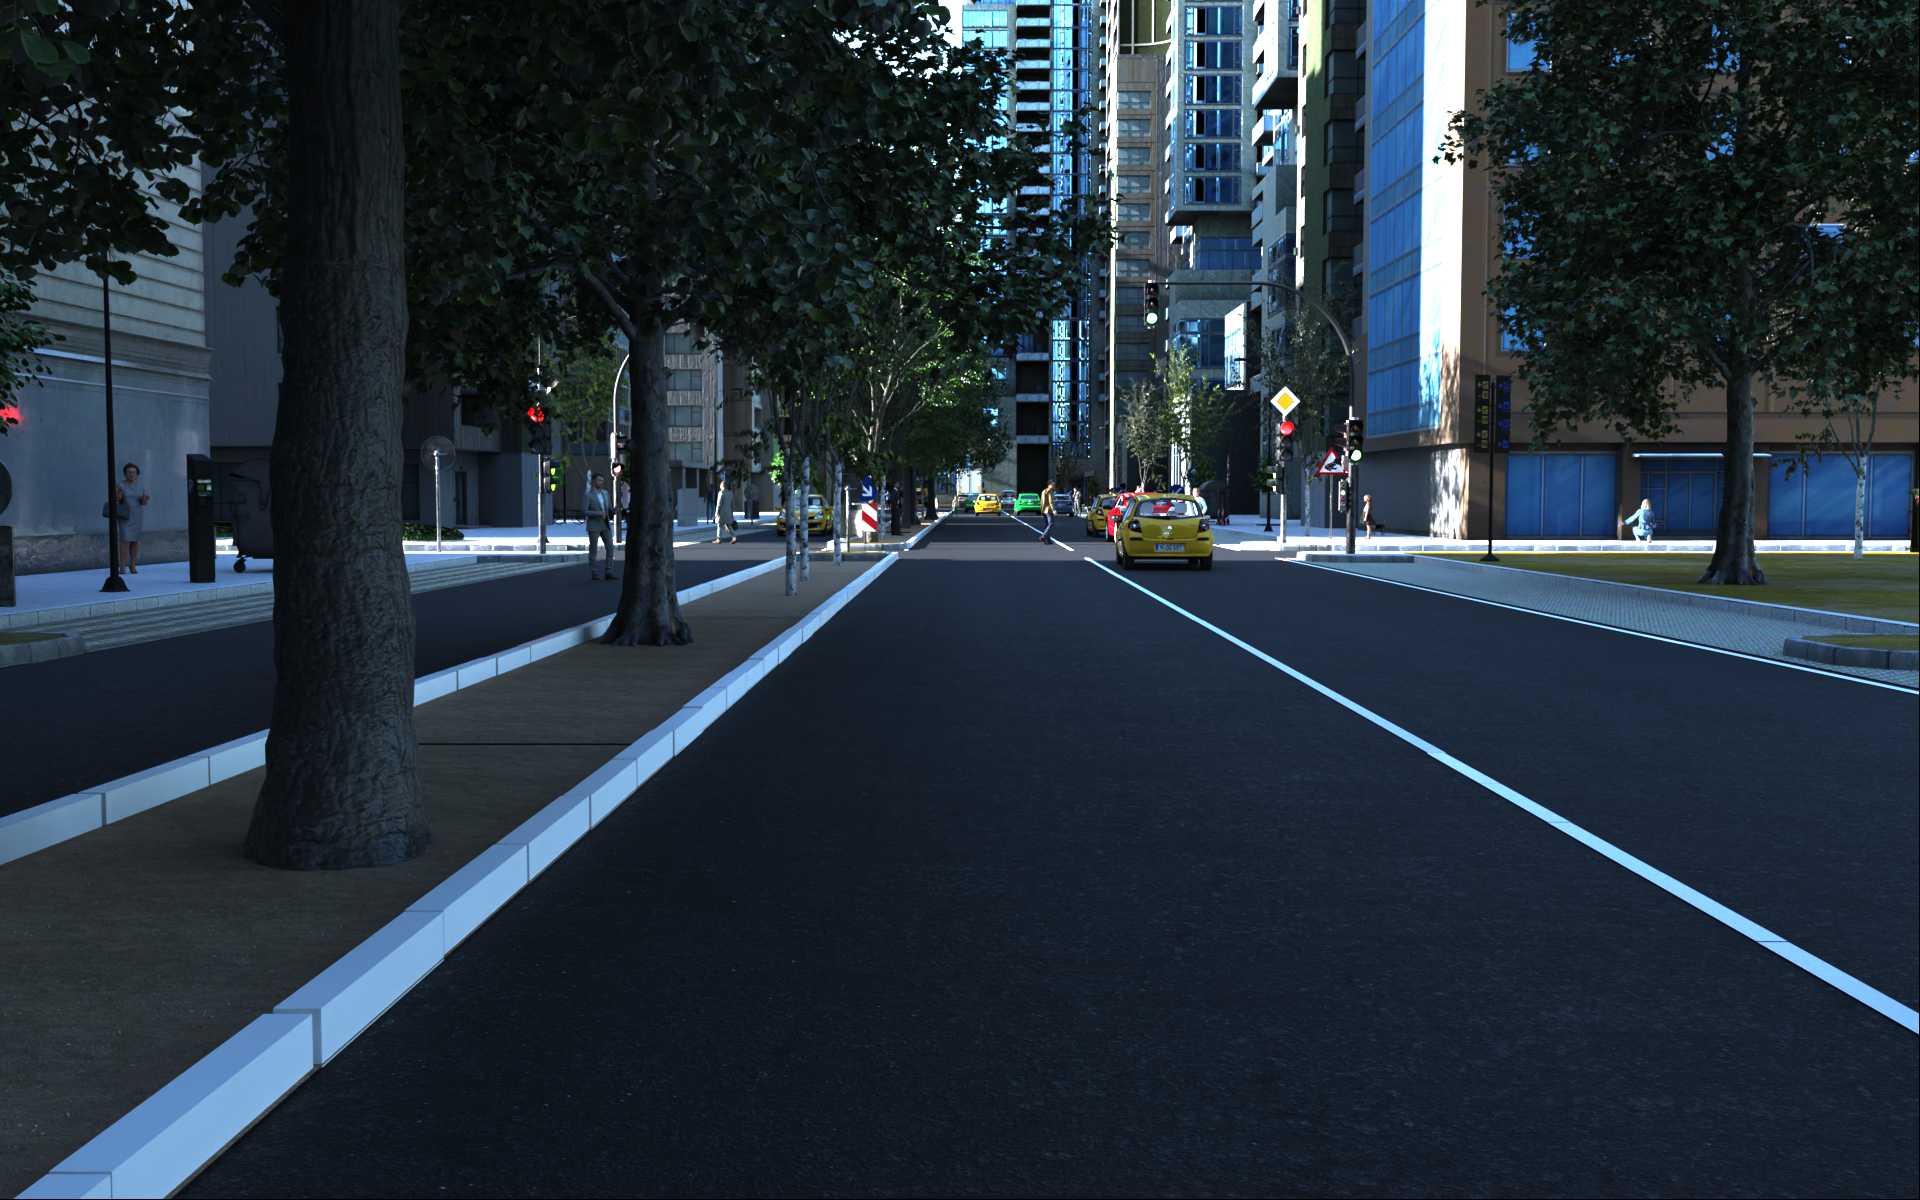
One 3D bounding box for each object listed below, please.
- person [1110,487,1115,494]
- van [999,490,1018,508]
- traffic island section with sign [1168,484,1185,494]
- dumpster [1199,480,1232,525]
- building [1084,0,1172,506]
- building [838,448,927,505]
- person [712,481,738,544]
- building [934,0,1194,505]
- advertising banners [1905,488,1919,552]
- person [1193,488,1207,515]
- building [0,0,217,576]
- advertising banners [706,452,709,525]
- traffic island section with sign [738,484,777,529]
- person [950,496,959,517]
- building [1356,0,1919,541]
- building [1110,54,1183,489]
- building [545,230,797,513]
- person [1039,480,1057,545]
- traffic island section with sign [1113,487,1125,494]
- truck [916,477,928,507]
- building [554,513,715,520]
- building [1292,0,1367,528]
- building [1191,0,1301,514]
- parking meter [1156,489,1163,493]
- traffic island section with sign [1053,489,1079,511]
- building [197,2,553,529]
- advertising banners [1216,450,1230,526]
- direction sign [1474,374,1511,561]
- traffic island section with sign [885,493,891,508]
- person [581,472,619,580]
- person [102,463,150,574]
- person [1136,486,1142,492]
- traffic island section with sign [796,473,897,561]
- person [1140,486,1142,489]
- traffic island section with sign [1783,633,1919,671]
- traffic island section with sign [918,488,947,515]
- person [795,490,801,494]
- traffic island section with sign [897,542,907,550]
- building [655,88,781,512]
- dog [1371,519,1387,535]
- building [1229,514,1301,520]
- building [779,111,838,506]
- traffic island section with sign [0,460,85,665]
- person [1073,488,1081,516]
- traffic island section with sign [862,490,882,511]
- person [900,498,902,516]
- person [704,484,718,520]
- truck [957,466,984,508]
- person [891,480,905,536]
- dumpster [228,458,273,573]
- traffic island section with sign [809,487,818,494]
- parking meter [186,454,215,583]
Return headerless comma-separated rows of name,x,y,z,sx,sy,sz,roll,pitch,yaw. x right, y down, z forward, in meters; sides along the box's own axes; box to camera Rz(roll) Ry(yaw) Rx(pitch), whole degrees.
person,6.117,-3.675,69.596,0.522,1.701,0.512,2,4,27
van,4.940,-10.291,175.275,2.013,2.044,4.112,0,4,2
traffic island section with sign,8.644,-3.794,70.662,1.989,1.847,2.006,0,4,0
dumpster,10.743,-4.112,72.994,1.264,1.857,1.865,0,4,0
building,24.098,-45.471,181.704,20.563,71.187,20.611,0,4,0
building,-18.257,-34.427,217.499,28.867,44.769,22.147,0,4,0
person,-6.771,-2.521,49.814,0.767,1.812,0.694,2,4,35
building,11.910,-55.308,216.963,31.000,86.520,22.319,0,4,0
advertising banners,21.826,-2.544,37.787,2.074,3.025,0.090,1,4,14
person,6.559,-2.303,47.970,0.330,1.601,0.589,-3,5,-40
building,-23.629,-10.996,28.933,18.267,20.994,9.793,0,4,0
advertising banners,-10.620,-4.688,72.844,0.090,3.025,2.074,-1,4,-9
traffic island section with sign,-8.479,-3.795,70.672,1.989,1.847,2.006,0,4,0
person,-0.339,-5.981,110.543,0.590,1.304,0.306,2,4,27
building,20.810,-24.649,53.114,14.200,45.320,14.600,0,4,0
building,21.263,-29.439,164.916,14.154,41.232,14.086,0,4,0
building,-30.103,-27.794,146.320,32.217,40.220,23.993,0,4,0
person,2.513,-2.483,49.001,0.656,1.842,0.836,2,4,32
traffic island section with sign,8.825,-5.467,98.020,1.989,1.847,2.006,0,4,0
truck,-4.626,-12.065,193.179,3.469,3.379,9.791,0,4,-1
building,-30.290,-24.548,93.233,32.217,40.220,23.993,0,4,0
building,20.721,-18.288,70.709,14.160,30.474,14.107,0,4,0
building,25.453,-50.663,141.004,22.319,86.520,31.000,0,4,0
parking meter,10.909,-5.271,94.595,0.372,1.533,0.369,0,3,0
traffic island section with sign,9.165,-8.514,147.838,1.989,1.847,2.006,0,4,0
building,-23.815,-17.848,63.520,14.160,30.474,14.107,0,4,0
advertising banners,10.627,-4.507,69.880,0.090,3.025,2.074,0,4,-5
direction sign,10.145,-2.511,33.056,0.876,3.537,0.379,-2,4,-27
traffic island section with sign,-7.766,-10.158,174.713,1.989,1.847,2.006,0,4,0
person,-5.990,-1.240,28.969,0.583,1.804,0.606,3,4,36
person,-13.371,-1.309,27.796,0.532,1.782,0.716,3,5,44
person,11.959,-6.661,115.059,0.679,1.850,0.850,-1,4,-20
traffic island section with sign,-2.476,-1.800,37.572,2.006,1.907,1.989,0,4,0
person,12.445,-6.918,119.251,0.767,1.812,0.694,2,4,27
traffic island section with sign,8.263,-0.378,14.813,1.989,1.847,2.006,0,4,0
traffic island section with sign,-1.916,-6.849,120.116,2.006,1.907,1.989,0,4,0
person,-10.994,-6.843,117.950,0.660,1.820,0.620,-2,4,-27
traffic island section with sign,-2.416,-2.253,44.979,2.006,1.907,1.989,0,4,0
building,-21.019,-27.124,127.074,14.154,41.232,14.086,0,4,0
dog,13.010,-2.268,53.912,0.406,0.507,0.540,2,4,29
building,25.416,-48.122,99.464,22.319,86.520,31.000,0,4,0
building,-24.311,-34.195,182.787,21.600,48.544,21.300,0,4,0
traffic island section with sign,-8.846,-0.392,15.031,1.989,1.847,2.006,0,4,0
person,7.627,-6.400,112.950,0.447,1.846,0.655,-3,5,-44
traffic island section with sign,-7.954,-8.510,147.759,1.989,1.847,2.006,0,4,0
person,-3.603,-6.194,110.163,0.834,1.777,0.661,0,4,5
person,-12.500,-4.929,86.987,0.623,1.781,0.721,-2,4,-28
truck,1.032,-11.483,176.661,2.839,4.237,11.283,0,4,1
person,-2.156,-3.166,59.634,0.474,1.900,0.648,0,4,-6
dumpster,-11.227,-1.410,28.820,1.264,1.857,1.865,0,4,0
traffic island section with sign,-8.292,-5.448,97.702,1.989,1.847,2.006,0,4,0
parking meter,-10.992,-1.185,25.085,0.255,1.863,0.399,-3,5,-42
